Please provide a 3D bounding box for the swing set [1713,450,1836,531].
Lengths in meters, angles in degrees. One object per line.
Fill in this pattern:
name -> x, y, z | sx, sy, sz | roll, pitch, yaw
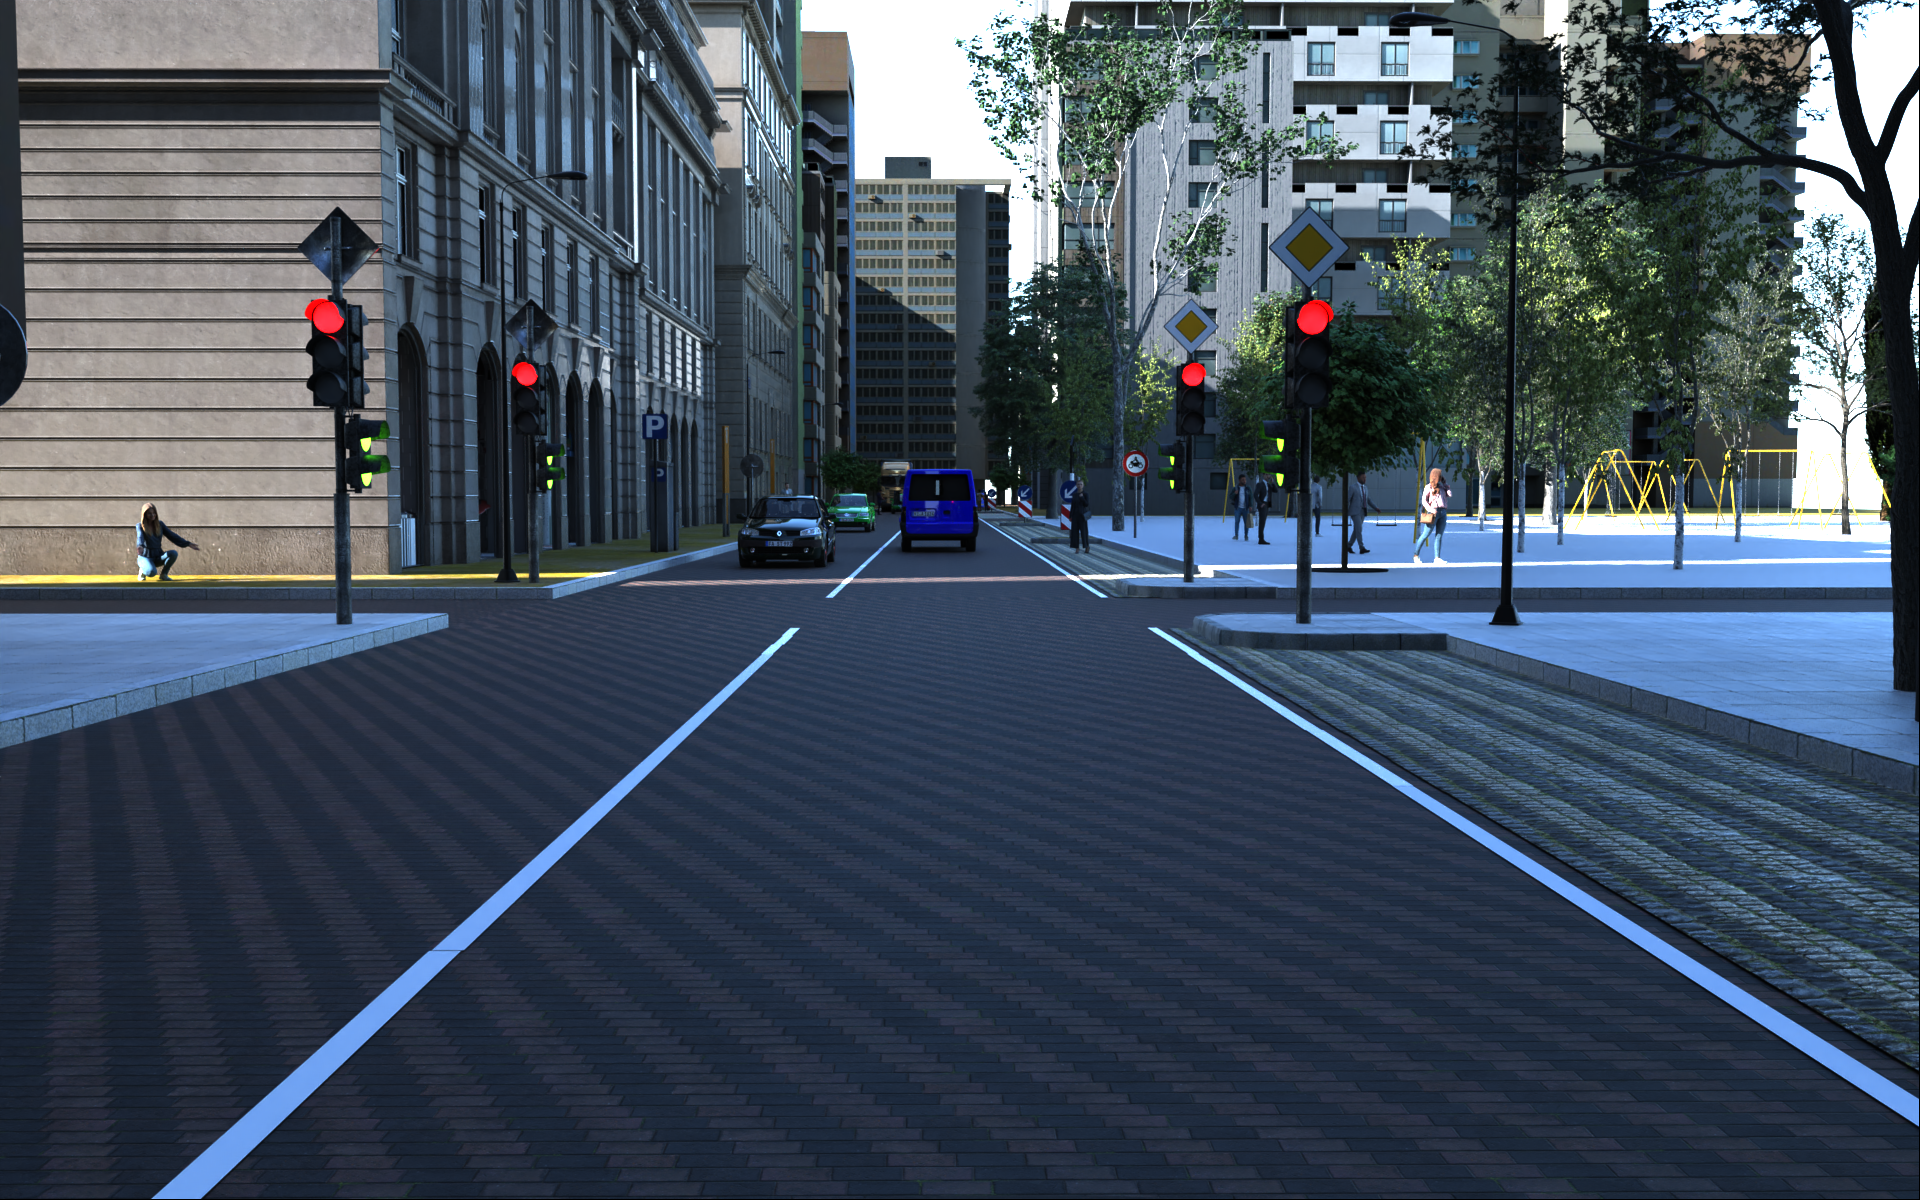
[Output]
swing set -> 28.932, -3.917, 61.665 | 3.119, 2.851, 2.862 | 1, 4, 10

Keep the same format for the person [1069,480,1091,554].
person -> 2.870, -1.995, 41.535 | 0.576, 1.772, 0.534 | 1, 4, 15

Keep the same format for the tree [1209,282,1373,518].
tree -> 18.002, -10.816, 93.853 | 9.611, 12.733, 9.660 | 0, 3, 0

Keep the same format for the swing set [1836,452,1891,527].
swing set -> 33.432, -4.142, 65.342 | 2.862, 2.851, 3.119 | 0, 4, 1

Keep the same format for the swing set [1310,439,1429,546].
swing set -> 10.374, -2.830, 43.888 | 3.119, 2.851, 2.862 | 1, 4, 8

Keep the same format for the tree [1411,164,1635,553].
tree -> 12.094, -5.351, 37.855 | 4.360, 8.622, 3.978 | 0, 3, 0

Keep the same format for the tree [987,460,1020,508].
tree -> 4.214, -10.981, 163.250 | 4.285, 4.588, 4.351 | 0, 3, 0

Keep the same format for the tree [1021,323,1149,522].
tree -> 4.867, -7.545, 73.722 | 4.737, 8.622, 4.395 | 0, 3, 0

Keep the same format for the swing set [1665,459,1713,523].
swing set -> 32.622, -4.957, 78.674 | 2.862, 2.851, 3.119 | 0, 4, -6

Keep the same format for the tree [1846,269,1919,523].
tree -> 48.795, -10.789, 78.226 | 18.604, 14.587, 13.155 | -1, 4, -12

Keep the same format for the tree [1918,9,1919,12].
tree -> 26.338, -10.921, 34.449 | 12.611, 20.169, 13.585 | 0, 3, 0

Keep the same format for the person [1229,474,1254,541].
person -> 7.730, -2.518, 47.199 | 0.794, 1.824, 0.713 | 2, 4, 26

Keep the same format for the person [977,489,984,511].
person -> 1.567, -8.204, 142.631 | 0.705, 1.824, 1.348 | 3, 5, 42

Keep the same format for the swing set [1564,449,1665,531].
swing set -> 23.253, -3.931, 61.893 | 2.862, 2.851, 3.119 | 1, 4, 11

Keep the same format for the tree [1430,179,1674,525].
tree -> 24.268, -10.063, 71.192 | 9.857, 13.997, 8.962 | 0, 3, 0

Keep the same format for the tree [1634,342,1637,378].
tree -> 18.241, -6.207, 51.840 | 4.360, 8.622, 3.978 | 0, 3, 0

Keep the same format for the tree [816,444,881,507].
tree -> -7.768, -7.891, 112.723 | 4.285, 4.588, 4.351 | 0, 3, 0

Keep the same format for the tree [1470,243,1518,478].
tree -> 15.424, -5.697, 43.513 | 4.737, 8.622, 4.395 | 0, 3, 0

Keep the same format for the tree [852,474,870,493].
tree -> -8.576, -9.597, 151.508 | 1.663, 3.219, 1.824 | 0, 3, 0

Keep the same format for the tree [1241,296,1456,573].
tree -> 6.357, -2.760, 28.841 | 4.285, 4.588, 4.351 | 0, 3, 0

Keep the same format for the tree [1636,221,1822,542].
tree -> 20.632, -5.865, 46.249 | 4.360, 8.622, 3.978 | 0, 3, 0

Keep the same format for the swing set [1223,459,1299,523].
swing set -> 13.455, -4.821, 76.444 | 3.119, 2.851, 2.862 | 0, 4, -4

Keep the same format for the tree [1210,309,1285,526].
tree -> 12.181, -7.277, 69.339 | 4.737, 8.622, 4.395 | 0, 3, 0

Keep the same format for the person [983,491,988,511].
person -> 1.953, -7.433, 131.497 | 0.415, 1.643, 0.593 | 1, 4, 13

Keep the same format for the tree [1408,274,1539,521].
tree -> 24.792, -9.583, 82.433 | 9.928, 11.665, 9.643 | 0, 3, 0

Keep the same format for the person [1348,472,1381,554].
person -> 8.567, -1.890, 37.222 | 0.678, 1.792, 0.850 | -2, 4, -34

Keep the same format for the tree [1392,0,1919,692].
tree -> 6.289, -4.706, 11.355 | 8.767, 10.594, 7.601 | 0, 3, 0

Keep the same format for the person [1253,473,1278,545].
person -> 7.821, -2.376, 44.252 | 0.474, 1.900, 0.648 | 2, 4, 34

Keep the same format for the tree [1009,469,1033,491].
tree -> 4.712, -8.182, 128.373 | 1.663, 3.219, 1.824 | 0, 3, 0

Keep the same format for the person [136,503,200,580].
person -> -11.828, -0.865, 25.691 | 0.738, 1.151, 1.012 | 3, 5, 44

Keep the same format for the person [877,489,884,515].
person -> -5.453, -6.732, 119.009 | 0.568, 1.767, 0.683 | -2, 4, -23

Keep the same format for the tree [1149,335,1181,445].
tree -> 8.275, -7.939, 80.160 | 4.737, 8.622, 4.395 | 0, 3, 0

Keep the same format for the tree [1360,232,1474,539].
tree -> 13.024, -6.006, 48.566 | 4.737, 8.622, 4.395 | 0, 3, 0

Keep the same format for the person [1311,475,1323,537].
person -> 10.630, -2.832, 52.187 | 0.795, 1.843, 0.661 | -3, 4, -37

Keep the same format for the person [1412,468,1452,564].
person -> 8.686, -1.548, 31.938 | 0.593, 1.750, 0.643 | -2, 4, -29

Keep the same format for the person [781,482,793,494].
person -> -7.508, -4.240, 75.574 | 0.606, 1.804, 0.583 | -2, 4, -26

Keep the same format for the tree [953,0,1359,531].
tree -> 6.524, -12.394, 58.524 | 12.611, 20.169, 13.585 | 0, 3, 0

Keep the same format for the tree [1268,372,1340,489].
tree -> 16.864, -8.140, 83.459 | 4.360, 8.622, 3.978 | 0, 3, 0

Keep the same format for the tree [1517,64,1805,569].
tree -> 12.014, -4.829, 29.313 | 4.737, 8.622, 4.395 | 0, 3, 0

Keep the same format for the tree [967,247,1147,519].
tree -> 4.729, -11.205, 89.855 | 9.857, 13.997, 8.962 | 0, 3, 0

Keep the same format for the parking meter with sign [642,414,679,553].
parking meter with sign -> -6.621, -2.587, 38.566 | 0.543, 3.016, 1.738 | 0, 4, 1
